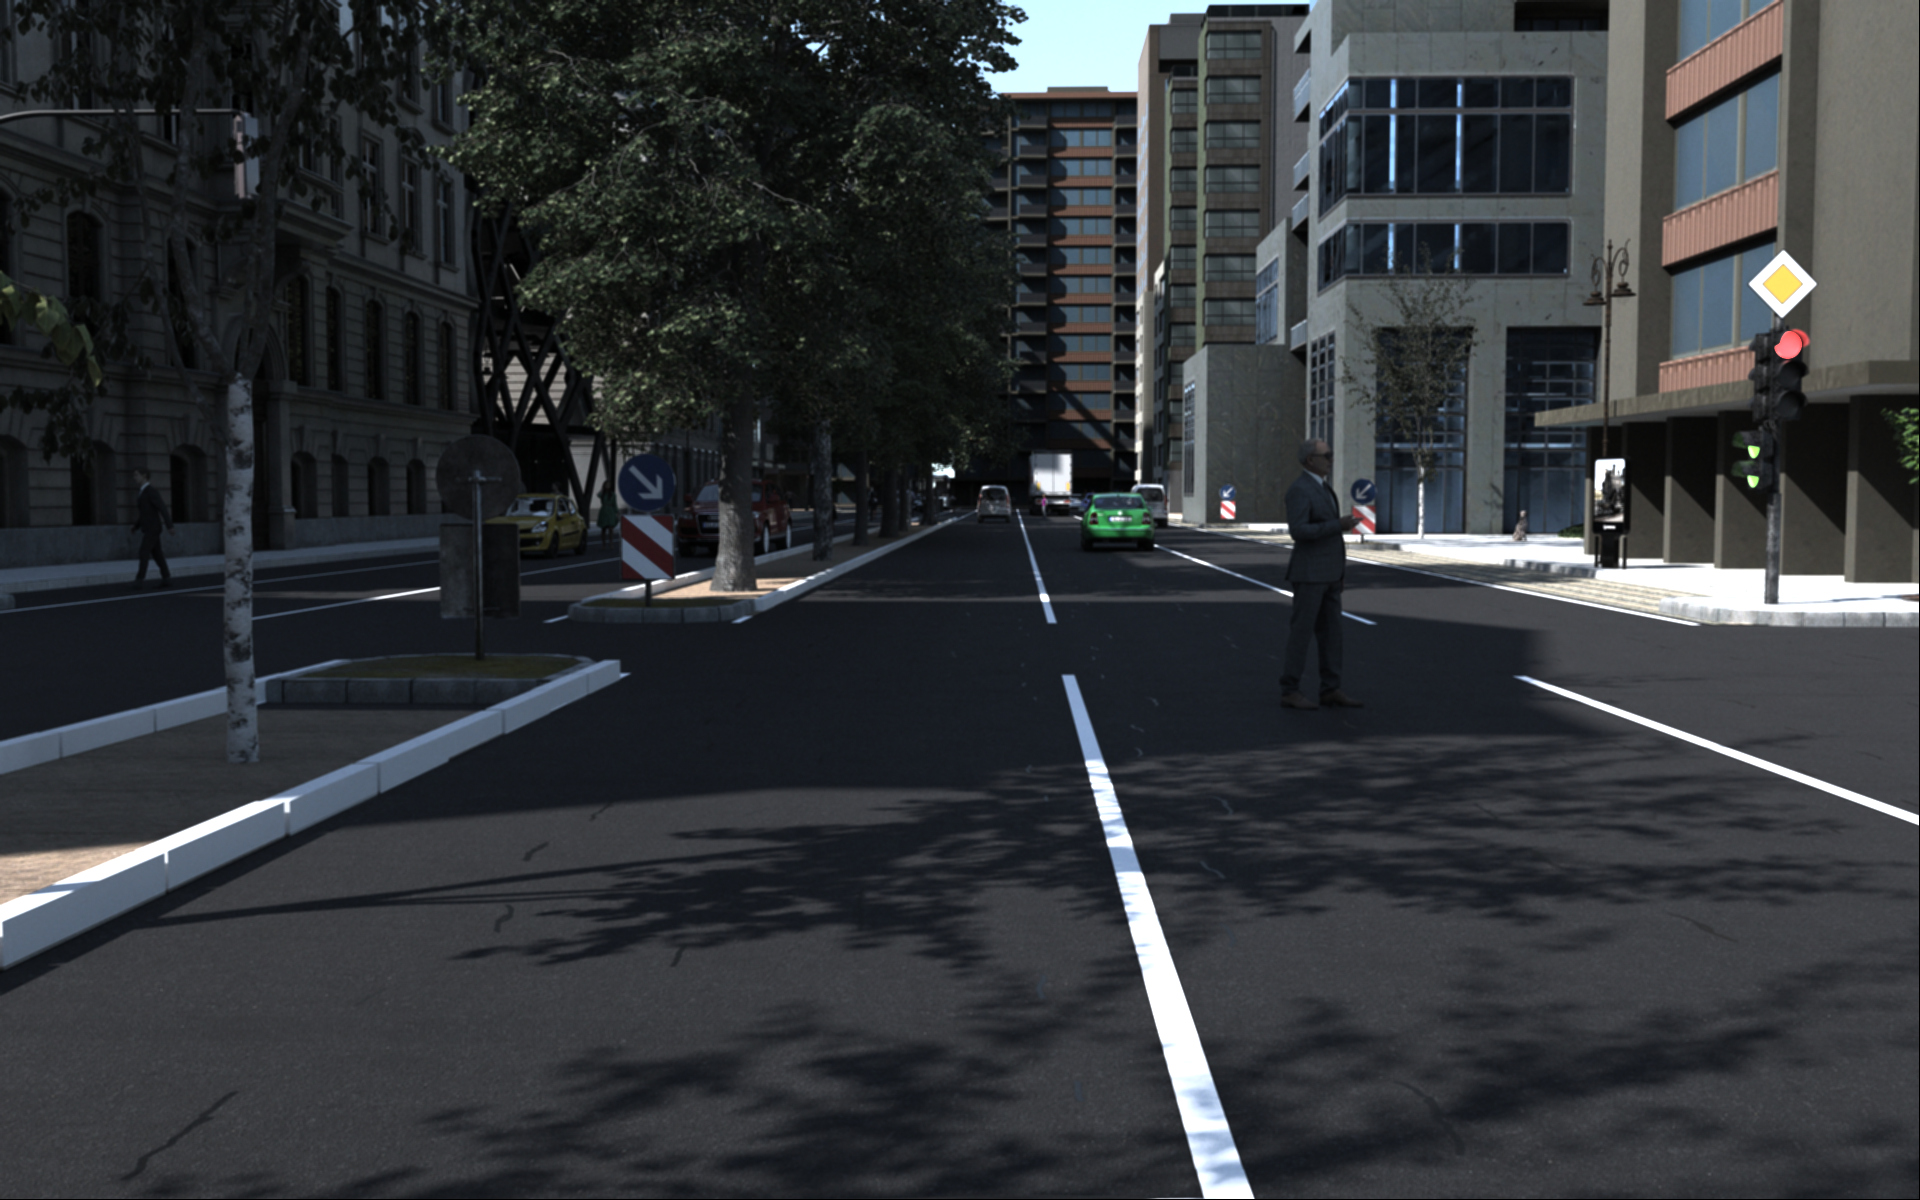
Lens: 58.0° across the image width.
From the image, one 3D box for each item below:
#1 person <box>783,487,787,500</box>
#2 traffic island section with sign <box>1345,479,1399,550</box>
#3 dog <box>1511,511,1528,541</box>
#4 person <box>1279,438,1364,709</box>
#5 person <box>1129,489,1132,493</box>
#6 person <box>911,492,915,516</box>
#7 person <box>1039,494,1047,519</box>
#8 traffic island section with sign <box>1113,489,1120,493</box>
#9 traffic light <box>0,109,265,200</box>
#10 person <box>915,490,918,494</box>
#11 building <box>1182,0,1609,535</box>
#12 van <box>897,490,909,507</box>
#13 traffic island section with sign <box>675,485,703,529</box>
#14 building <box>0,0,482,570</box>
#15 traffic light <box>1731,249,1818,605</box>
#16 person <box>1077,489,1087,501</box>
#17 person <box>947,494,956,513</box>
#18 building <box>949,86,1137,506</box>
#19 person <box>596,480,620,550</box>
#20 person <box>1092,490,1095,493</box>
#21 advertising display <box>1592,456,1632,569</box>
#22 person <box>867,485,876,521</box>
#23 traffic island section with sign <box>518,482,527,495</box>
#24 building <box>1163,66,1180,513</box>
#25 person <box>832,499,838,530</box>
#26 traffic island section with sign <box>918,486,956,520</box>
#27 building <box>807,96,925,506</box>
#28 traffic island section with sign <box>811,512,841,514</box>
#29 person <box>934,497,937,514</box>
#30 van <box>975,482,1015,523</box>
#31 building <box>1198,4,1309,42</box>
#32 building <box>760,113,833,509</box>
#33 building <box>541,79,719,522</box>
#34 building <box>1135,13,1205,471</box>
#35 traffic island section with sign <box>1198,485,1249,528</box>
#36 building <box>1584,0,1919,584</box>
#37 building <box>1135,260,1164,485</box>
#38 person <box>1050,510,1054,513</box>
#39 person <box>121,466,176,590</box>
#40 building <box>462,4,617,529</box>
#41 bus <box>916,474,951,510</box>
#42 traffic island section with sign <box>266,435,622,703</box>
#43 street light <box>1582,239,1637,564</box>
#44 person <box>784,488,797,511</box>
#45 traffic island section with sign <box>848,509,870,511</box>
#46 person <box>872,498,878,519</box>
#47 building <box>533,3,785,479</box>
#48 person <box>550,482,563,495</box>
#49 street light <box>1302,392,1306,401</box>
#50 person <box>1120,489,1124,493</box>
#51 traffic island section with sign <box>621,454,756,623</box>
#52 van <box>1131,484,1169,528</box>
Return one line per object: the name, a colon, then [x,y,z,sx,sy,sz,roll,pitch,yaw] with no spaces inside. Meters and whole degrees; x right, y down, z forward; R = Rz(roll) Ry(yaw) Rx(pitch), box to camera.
person: [-13.587,-7.873,134.787,0.705,1.821,1.348,0,4,-2]
traffic island section with sign: [10.222,-2.226,45.023,1.989,1.847,2.006,0,4,2]
dog: [15.221,-2.018,47.381,0.800,0.831,0.513,-1,4,-10]
person: [2.445,-0.176,11.548,0.590,1.801,0.661,2,4,31]
person: [17.162,-10.155,172.601,0.750,1.759,0.617,0,4,1]
person: [-3.253,-6.252,110.586,0.599,1.838,0.709,-3,5,-45]
person: [4.740,-5.315,98.630,0.599,1.433,0.991,-1,4,-22]
traffic island section with sign: [13.422,-8.671,150.397,1.989,1.847,2.006,0,4,2]
traffic light: [-10.732,-2.814,20.676,4.771,5.953,1.251,0,4,2]
person: [-4.389,-9.984,171.755,0.705,1.823,1.348,-2,4,-33]
building: [21.644,-46.137,67.008,22.319,86.520,31.000,0,4,2]
van: [-5.459,-9.664,165.021,2.013,2.044,4.112,0,4,0]
traffic island section with sign: [-10.963,-3.921,72.730,1.989,1.847,2.006,0,4,2]
building: [-21.165,-13.376,37.780,14.460,24.649,34.723,0,4,2]
traffic light: [9.425,-1.904,20.047,0.839,4.253,0.868,0,4,2]
person: [9.797,-7.716,134.744,1.348,1.812,0.705,0,4,-3]
person: [-0.633,-7.386,132.449,0.628,1.438,0.799,1,4,9]
building: [11.949,-32.687,189.056,28.867,44.769,22.147,0,4,2]
person: [-9.054,-2.187,44.512,0.600,1.795,0.529,-2,4,-25]
person: [11.055,-8.256,143.927,0.568,1.767,0.683,-2,4,-23]
advertising display: [11.226,-1.507,29.848,0.123,1.923,0.974,-1,4,-12]
person: [-4.816,-5.202,92.911,0.648,1.900,0.474,0,4,-3]
traffic island section with sign: [-11.797,-2.250,45.423,1.989,1.847,2.006,0,4,2]
building: [21.054,-21.325,120.370,14.160,30.474,14.107,0,4,2]
person: [-5.035,-3.404,68.833,0.373,1.253,0.362,3,5,43]
traffic island section with sign: [-1.242,-5.332,95.317,2.006,1.907,1.989,0,4,2]
building: [-17.655,-32.811,191.078,28.867,44.769,22.147,0,4,2]
traffic island section with sign: [-9.444,-6.967,122.543,1.989,1.847,2.006,0,4,2]
person: [-1.700,-7.030,124.115,0.621,1.740,0.551,-2,4,-29]
van: [1.741,-4.912,87.321,2.013,2.044,4.112,0,4,2]
building: [21.336,-20.463,106.274,14.160,30.474,14.107,0,4,2]
building: [-23.987,-28.399,156.206,23.993,40.220,32.217,0,4,2]
building: [-18.390,-14.545,86.961,9.793,20.994,18.267,0,4,2]
building: [24.045,-31.386,163.271,14.600,45.320,14.200,0,4,2]
traffic island section with sign: [11.080,-3.936,72.987,1.989,1.847,2.006,0,4,2]
building: [26.468,-23.043,31.381,28.867,44.769,22.147,0,4,2]
building: [29.261,-18.155,141.868,27.650,21.520,28.899,0,4,2]
person: [7.005,-7.422,130.375,0.721,1.766,1.217,2,4,33]
person: [-12.257,-1.088,26.064,0.755,1.850,0.659,-2,4,-35]
building: [-21.581,-12.003,63.703,16.820,18.784,16.811,0,4,2]
bus: [-2.253,-9.859,156.049,2.948,3.499,13.247,0,4,1]
traffic island section with sign: [-3.748,-0.286,12.810,2.006,1.907,1.989,0,4,2]
street light: [11.796,-3.597,31.604,0.468,5.910,1.993,0,4,2]
person: [-12.827,-7.579,130.668,1.217,1.736,0.721,-1,4,-20]
traffic island section with sign: [-8.627,-8.616,149.497,1.989,1.847,2.006,0,4,2]
person: [-5.105,-5.414,100.215,0.628,1.438,0.799,1,4,14]
building: [-24.299,-30.060,111.093,23.786,49.044,30.456,0,4,2]
person: [-11.575,-2.477,49.332,0.599,1.781,0.374,1,4,11]
street light: [12.785,-5.529,63.187,0.468,5.910,1.993,0,4,2]
person: [15.815,-9.955,169.335,0.617,1.759,0.750,1,4,17]
traffic island section with sign: [-3.513,-0.739,20.213,2.006,1.907,1.989,0,4,2]
van: [8.099,-4.172,75.223,2.013,2.044,4.112,0,4,2]
